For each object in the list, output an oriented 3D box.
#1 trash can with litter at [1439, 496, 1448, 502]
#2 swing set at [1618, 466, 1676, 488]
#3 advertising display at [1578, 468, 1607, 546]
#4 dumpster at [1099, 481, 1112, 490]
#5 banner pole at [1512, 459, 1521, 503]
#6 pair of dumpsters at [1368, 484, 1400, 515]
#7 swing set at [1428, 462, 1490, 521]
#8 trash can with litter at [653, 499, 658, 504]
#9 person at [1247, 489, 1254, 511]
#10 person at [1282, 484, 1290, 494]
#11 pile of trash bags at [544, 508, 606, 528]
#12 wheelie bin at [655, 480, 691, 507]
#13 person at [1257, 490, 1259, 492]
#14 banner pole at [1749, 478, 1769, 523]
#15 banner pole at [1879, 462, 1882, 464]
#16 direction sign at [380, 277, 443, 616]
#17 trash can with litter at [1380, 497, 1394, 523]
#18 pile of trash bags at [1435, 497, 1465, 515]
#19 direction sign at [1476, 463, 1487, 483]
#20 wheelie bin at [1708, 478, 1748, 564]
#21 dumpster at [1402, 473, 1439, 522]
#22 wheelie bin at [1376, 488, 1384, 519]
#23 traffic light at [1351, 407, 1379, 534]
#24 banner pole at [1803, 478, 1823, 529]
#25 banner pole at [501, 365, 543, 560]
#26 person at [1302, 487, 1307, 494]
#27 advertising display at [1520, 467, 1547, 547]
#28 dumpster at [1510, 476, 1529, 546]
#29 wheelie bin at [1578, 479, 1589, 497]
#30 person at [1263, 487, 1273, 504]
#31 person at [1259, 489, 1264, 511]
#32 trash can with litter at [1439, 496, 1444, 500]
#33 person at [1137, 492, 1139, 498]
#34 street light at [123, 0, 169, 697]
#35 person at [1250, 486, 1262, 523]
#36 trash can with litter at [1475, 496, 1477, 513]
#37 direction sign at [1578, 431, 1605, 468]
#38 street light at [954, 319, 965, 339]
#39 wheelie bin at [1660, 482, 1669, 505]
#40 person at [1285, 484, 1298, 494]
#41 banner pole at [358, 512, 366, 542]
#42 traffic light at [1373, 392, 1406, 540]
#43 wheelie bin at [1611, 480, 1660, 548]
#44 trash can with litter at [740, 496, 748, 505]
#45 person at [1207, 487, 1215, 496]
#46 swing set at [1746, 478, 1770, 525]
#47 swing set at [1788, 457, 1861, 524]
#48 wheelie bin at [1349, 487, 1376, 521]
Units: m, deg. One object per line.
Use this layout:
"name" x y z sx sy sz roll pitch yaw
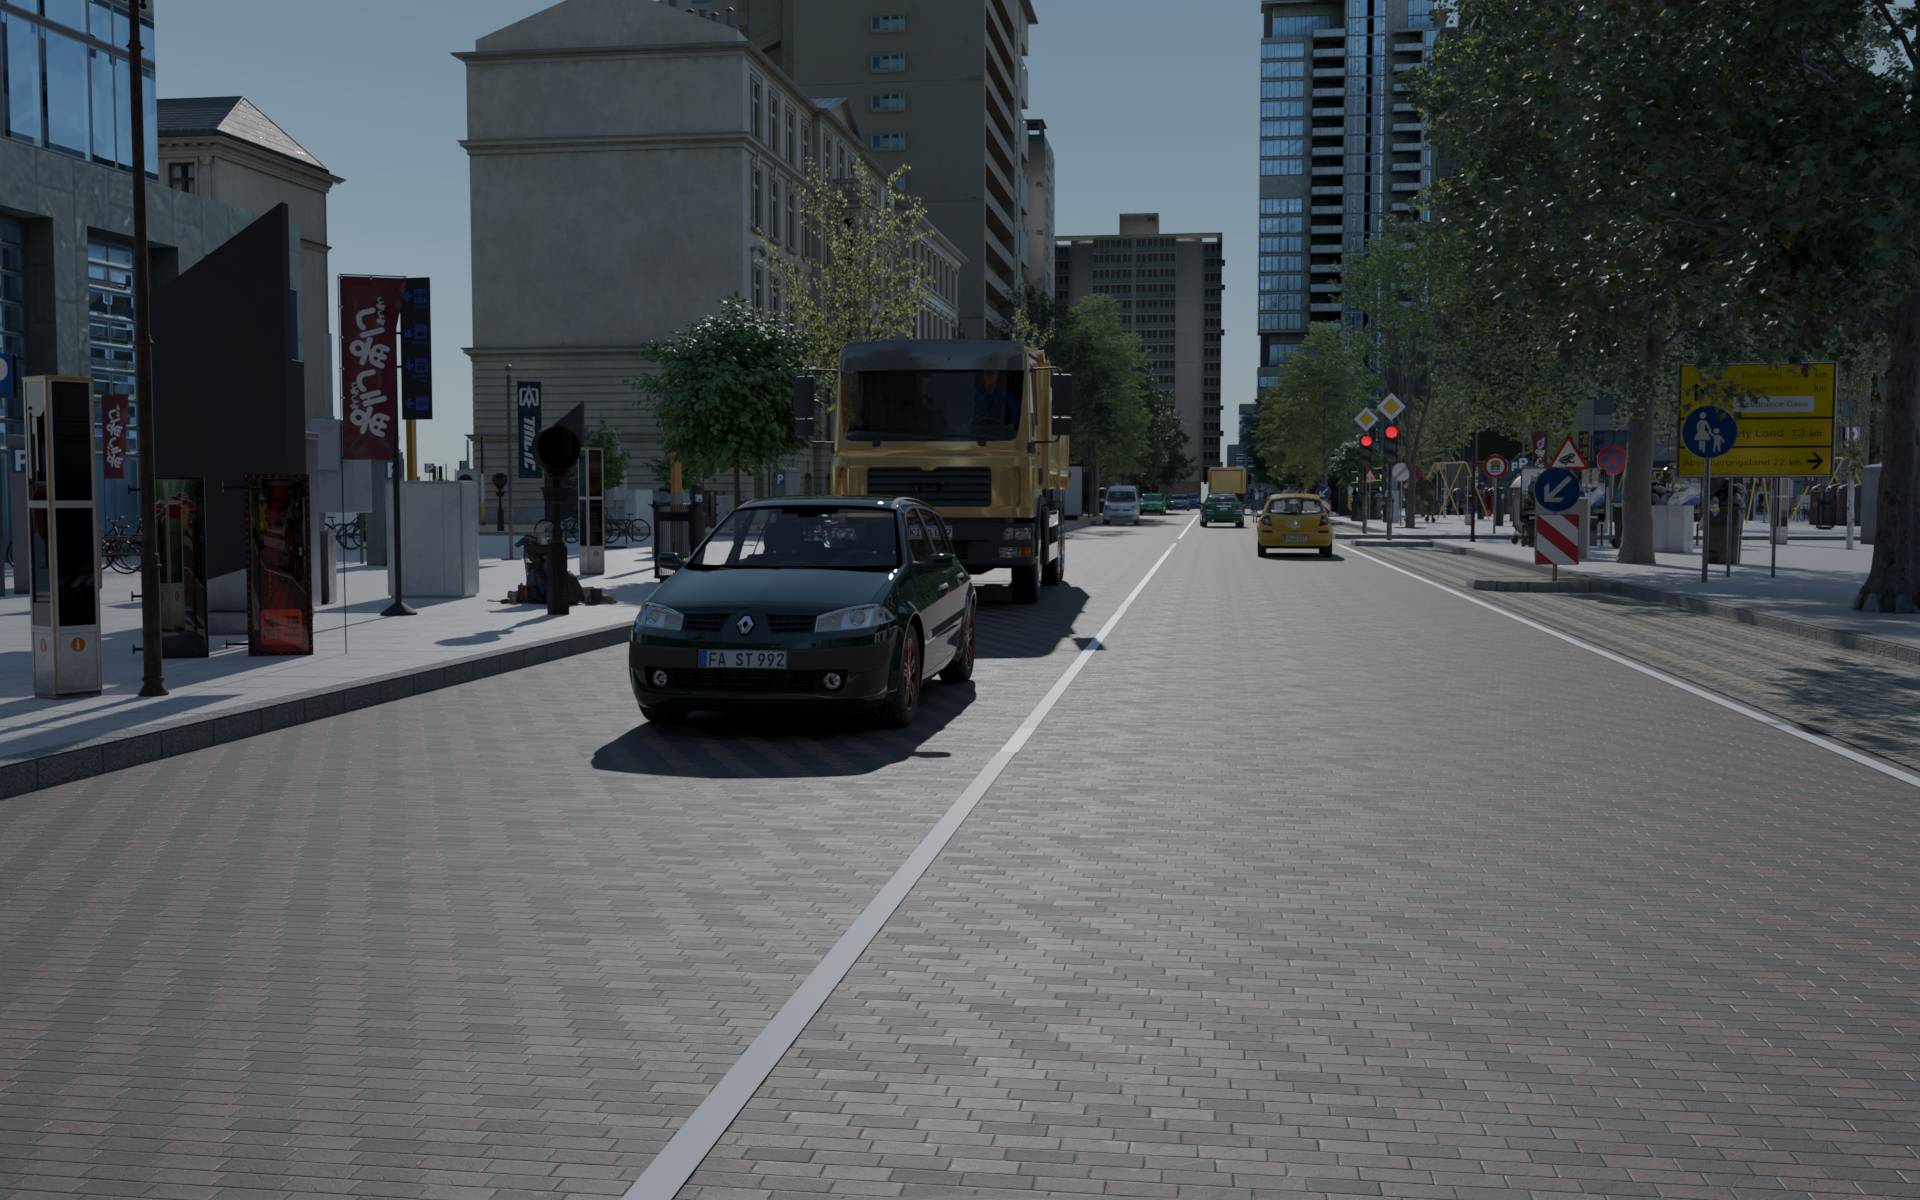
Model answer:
"trash can with litter" 30.751 -6.100 111.120 1.055 1.170 0.624 1 4 21
"swing set" 41.548 -6.589 105.349 3.119 2.851 2.862 -1 4 -19
"advertising display" 15.589 -2.296 42.755 0.974 1.923 0.123 -2 4 -33
"dumpster" 10.357 -7.403 123.527 1.502 2.255 1.985 1 4 8
"banner pole" 39.733 -8.185 123.839 0.863 3.779 0.401 3 4 38
"pair of dumpsters" 24.789 -6.031 101.102 1.574 2.255 4.437 1 4 8
"swing set" 24.067 -5.368 85.395 2.862 2.851 3.119 -1 4 -13
"trash can with litter" -12.219 -3.614 70.482 1.055 1.170 0.624 0 4 -6
"person" 25.007 -8.582 148.439 0.705 1.869 1.348 3 4 38
"person" 13.588 -3.940 72.768 0.795 1.843 0.661 1 4 21
"pile of trash bags" -15.042 -3.462 66.364 1.912 1.369 3.447 -3 4 -39
"wheelie bin" -6.640 -1.963 40.009 0.693 1.594 0.980 1 4 9
"person" 26.168 -8.794 152.288 0.705 1.822 1.348 1 4 19
"banner pole" 35.339 -5.292 76.535 0.863 3.779 0.401 3 5 39
"banner pole" 62.936 -7.842 118.235 0.863 3.779 0.401 -2 4 -33
"direction sign" -5.955 -1.607 18.275 0.876 3.537 0.379 1 4 15
"trash can with litter" 19.041 -4.029 77.254 0.624 1.170 1.055 1 4 14
"pile of trash bags" 29.397 -5.855 105.480 1.912 1.369 3.447 3 5 44
"direction sign" 37.620 -8.139 125.068 0.876 3.537 0.379 1 4 17
"wheelie bin" 14.119 -1.470 31.940 0.693 1.594 0.980 2 4 32
"dumpster" 20.968 -4.680 79.005 1.502 2.255 1.985 1 4 8
"wheelie bin" 20.943 -4.868 87.505 0.980 1.594 0.693 3 5 41
"traffic light" 13.060 -4.095 55.875 0.839 4.253 0.868 1 4 8
"banner pole" 31.769 -4.545 64.334 0.863 3.779 0.401 1 4 14
"banner pole" -8.532 -2.674 33.733 0.863 3.779 0.401 -2 4 -24
"person" 19.731 -5.557 99.129 0.755 1.850 0.659 1 4 19
"advertising display" 13.849 -2.228 41.647 0.123 1.923 0.974 -2 4 -24
"dumpster" 14.537 -2.296 43.296 1.264 1.857 1.865 1 4 8
"wheelie bin" 13.098 -1.800 37.339 0.980 1.594 0.693 0 4 -7
"person" 20.343 -6.510 114.304 0.648 1.900 0.474 -2 4 -35
"person" 26.040 -8.669 150.110 0.599 1.838 0.709 2 4 32
"trash can with litter" 32.682 -6.558 118.279 1.678 1.210 2.233 -3 4 -38
"person" 21.934 -12.462 212.966 1.217 1.736 0.721 -1 4 -18
"street light" -5.144 -2.329 10.869 0.468 5.910 1.993 1 4 8
"person" 14.895 -4.811 87.191 0.581 1.822 0.654 1 4 11
"trash can with litter" 35.473 -6.533 117.871 2.233 1.210 1.678 0 4 1
"direction sign" 22.644 -4.293 62.191 0.876 3.537 0.379 2 4 29
"street light" -0.014 -4.474 45.945 0.468 5.910 1.993 1 4 8
"wheelie bin" 18.505 -2.308 45.642 0.693 1.594 0.980 0 4 1
"person" 12.711 -3.520 66.149 0.694 1.812 0.767 1 4 16
"banner pole" -16.046 -3.462 46.622 0.401 3.779 0.863 -2 4 -24
"traffic light" 11.897 -3.612 47.975 0.839 4.253 0.868 1 4 8
"wheelie bin" 15.909 -2.030 41.102 0.693 1.594 0.980 -1 4 -19
"trash can with litter" -7.361 -3.049 60.911 1.678 1.210 2.233 2 4 24
"person" 14.821 -5.749 102.355 0.638 1.841 0.748 -1 4 -18
"swing set" 32.607 -4.645 73.565 3.119 2.851 2.862 0 4 6
"swing set" 37.493 -4.684 74.198 2.862 2.851 3.119 1 4 10
"wheelie bin" 18.814 -4.494 81.386 0.980 1.594 0.693 -1 4 -18
